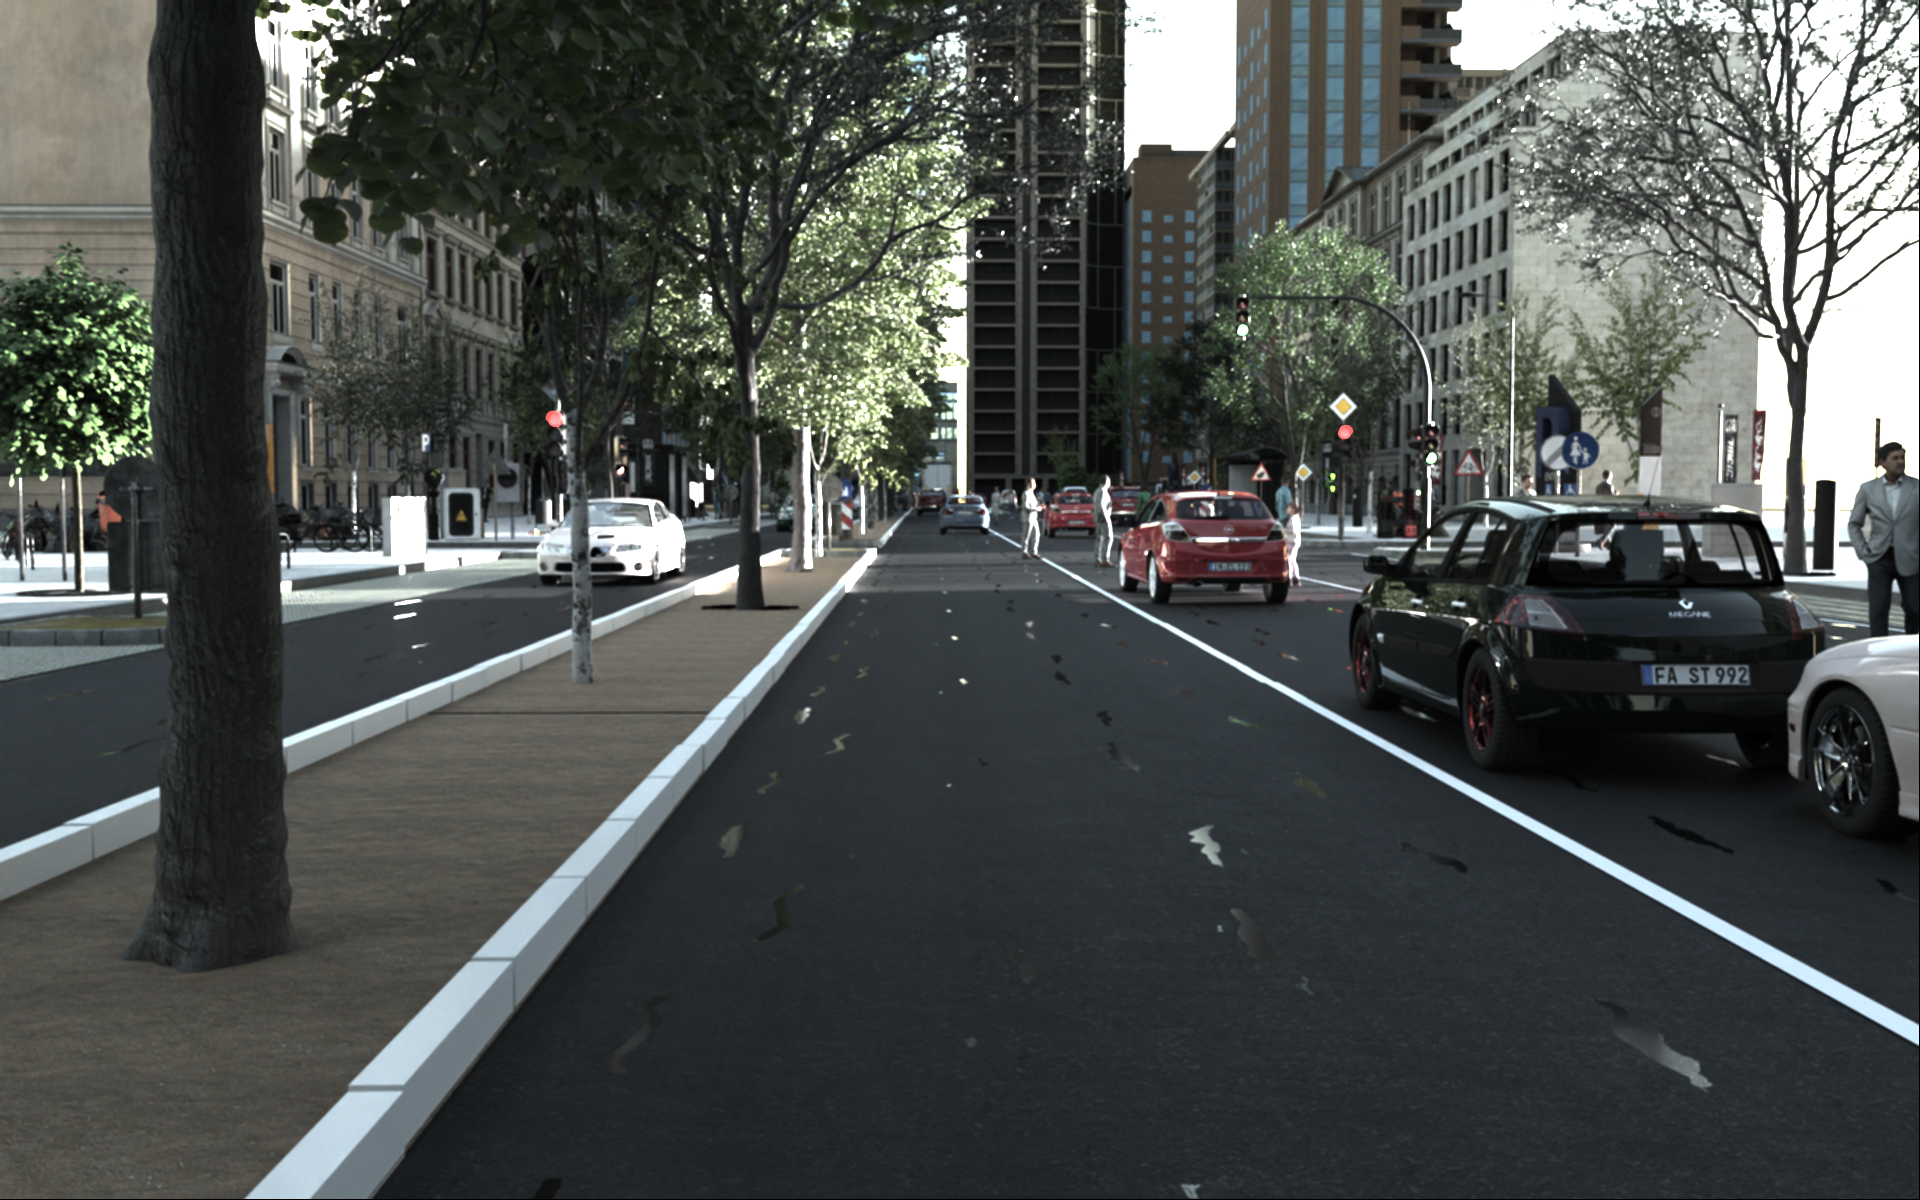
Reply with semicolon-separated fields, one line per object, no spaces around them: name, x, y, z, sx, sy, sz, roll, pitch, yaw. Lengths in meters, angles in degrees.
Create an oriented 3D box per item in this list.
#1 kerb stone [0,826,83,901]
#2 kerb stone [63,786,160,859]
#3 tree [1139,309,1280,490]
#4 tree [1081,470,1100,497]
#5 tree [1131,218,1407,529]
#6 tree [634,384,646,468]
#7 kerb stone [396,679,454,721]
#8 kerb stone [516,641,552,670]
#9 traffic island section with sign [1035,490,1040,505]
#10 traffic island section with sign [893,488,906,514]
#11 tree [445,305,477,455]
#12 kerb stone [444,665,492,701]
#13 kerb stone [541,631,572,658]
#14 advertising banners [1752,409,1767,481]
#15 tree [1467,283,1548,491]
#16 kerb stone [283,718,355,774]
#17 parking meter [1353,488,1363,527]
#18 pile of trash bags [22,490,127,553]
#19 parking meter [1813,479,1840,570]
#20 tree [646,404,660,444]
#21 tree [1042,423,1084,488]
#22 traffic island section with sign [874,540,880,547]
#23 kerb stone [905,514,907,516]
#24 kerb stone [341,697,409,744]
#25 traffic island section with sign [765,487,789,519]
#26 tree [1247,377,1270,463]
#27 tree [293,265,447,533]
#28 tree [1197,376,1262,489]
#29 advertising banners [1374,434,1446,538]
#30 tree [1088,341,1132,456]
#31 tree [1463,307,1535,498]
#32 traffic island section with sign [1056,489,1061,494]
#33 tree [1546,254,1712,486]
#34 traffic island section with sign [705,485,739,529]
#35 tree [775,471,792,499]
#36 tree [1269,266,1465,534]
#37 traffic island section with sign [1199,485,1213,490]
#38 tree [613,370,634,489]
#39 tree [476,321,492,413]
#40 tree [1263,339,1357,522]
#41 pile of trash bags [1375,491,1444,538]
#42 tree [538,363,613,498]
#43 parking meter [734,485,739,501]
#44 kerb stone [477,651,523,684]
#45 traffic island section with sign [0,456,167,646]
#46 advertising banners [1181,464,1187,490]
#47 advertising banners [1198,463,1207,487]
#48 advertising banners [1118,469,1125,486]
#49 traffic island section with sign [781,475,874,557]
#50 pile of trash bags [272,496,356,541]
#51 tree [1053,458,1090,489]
kerb stone;-3.419;0.982;6.222;0.120;0.150;1.000;0;4;-1
kerb stone;-3.444;0.915;7.243;0.120;0.150;1.000;0;4;-1
tree;12.637;-9.413;88.310;7.601;10.594;8.767;0;4;-4
tree;10.840;-8.865;139.543;1.663;3.219;1.824;0;3;0
tree;12.546;-8.472;64.266;9.928;11.665;9.643;0;3;0
tree;-21.175;-9.362;103.432;4.360;8.622;3.978;0;3;0
kerb stone;-3.528;0.666;11.343;0.120;0.150;1.000;0;4;-1
kerb stone;-3.590;0.478;14.427;0.120;0.150;1.000;0;4;-1
traffic island section with sign;7.894;-10.306;177.133;1.989;1.847;2.006;0;4;-1
traffic island section with sign;-4.793;-6.997;122.531;2.006;1.907;1.989;0;4;-1
tree;-20.018;-6.825;61.955;4.360;8.622;3.978;0;3;0
kerb stone;-3.543;0.604;12.365;0.120;0.150;1.000;0;4;-1
kerb stone;-3.613;0.412;15.455;0.120;0.150;1.000;0;4;-1
advertising banners;16.462;-2.471;36.585;0.090;3.025;2.074;0;4;-3
tree;20.116;-6.793;61.429;4.737;8.622;4.395;0;3;0
kerb stone;-3.488;0.789;9.293;0.120;0.150;1.000;0;4;-1
parking meter;15.731;-3.674;68.474;0.372;1.533;0.369;0;3;0
pile of trash bags;-19.441;-1.752;38.405;3.447;1.369;1.912;3;5;40
parking meter;14.728;-1.287;29.453;0.372;1.533;0.369;0;3;0
tree;-21.899;-10.118;115.788;4.360;8.622;3.978;0;3;0
tree;10.641;-14.091;180.745;4.737;8.622;4.395;0;3;0
traffic island section with sign;-3.216;-2.402;47.409;2.006;1.907;1.989;0;4;-1
kerb stone;-3.252;-4.702;99.074;0.120;0.150;1.000;0;4;-1
kerb stone;-3.510;0.730;10.321;0.120;0.150;1.000;0;4;-1
traffic island section with sign;-10.103;-5.549;99.348;1.989;1.847;2.006;0;4;-1
tree;18.639;-8.904;95.946;4.360;8.622;3.978;0;3;0
tree;-19.744;-6.490;56.482;4.360;8.622;3.978;0;3;0
tree;17.076;-9.621;107.660;4.737;8.622;4.395;0;3;0
advertising banners;13.015;-3.296;50.072;2.074;3.025;0.090;0;4;-5
tree;12.275;-11.570;114.924;9.928;11.665;9.643;0;3;0
tree;20.464;-7.150;67.269;4.360;8.622;3.978;0;3;0
traffic island section with sign;8.474;-8.645;149.971;1.989;1.847;2.006;0;4;-1
tree;20.219;-6.204;51.790;4.737;8.622;4.395;0;3;0
traffic island section with sign;-9.534;-3.890;72.230;1.989;1.847;2.006;0;4;-1
tree;-13.764;-8.430;132.427;1.663;3.219;1.824;0;3;0
tree;13.122;-6.467;56.099;4.360;8.622;3.978;0;3;0
traffic island section with sign;10.093;-3.918;72.690;1.989;1.847;2.006;0;4;-1
tree;-21.049;-9.041;98.183;4.360;8.622;3.978;0;3;0
tree;-20.519;-7.195;68.006;4.360;8.622;3.978;0;3;0
tree;16.560;-7.946;80.282;4.737;8.622;4.395;0;3;0
pile of trash bags;13.560;-2.621;52.600;1.912;1.369;3.447;0;3;0
tree;-20.925;-8.717;92.891;4.360;8.622;3.978;0;3;0
parking meter;-13.156;-5.840;101.198;0.399;1.863;0.255;-2;4;-33
kerb stone;-3.579;0.538;13.400;0.120;0.150;1.000;0;4;-1
traffic island section with sign;-8.382;-0.522;17.159;1.989;1.847;2.006;0;4;-1
advertising banners;13.570;-6.434;101.386;0.090;3.025;2.074;-2;4;-31
advertising banners;14.232;-6.143;96.631;2.074;3.025;0.090;-1;4;-16
advertising banners;12.014;-7.647;121.222;2.074;3.025;0.090;2;4;31
traffic island section with sign;-3.071;-1.949;40.003;2.006;1.907;1.989;0;4;-1
pile of trash bags;-18.735;-2.391;48.848;3.447;1.369;1.912;2;4;29
tree;10.953;-11.367;169.566;4.285;4.588;4.351;0;3;0
